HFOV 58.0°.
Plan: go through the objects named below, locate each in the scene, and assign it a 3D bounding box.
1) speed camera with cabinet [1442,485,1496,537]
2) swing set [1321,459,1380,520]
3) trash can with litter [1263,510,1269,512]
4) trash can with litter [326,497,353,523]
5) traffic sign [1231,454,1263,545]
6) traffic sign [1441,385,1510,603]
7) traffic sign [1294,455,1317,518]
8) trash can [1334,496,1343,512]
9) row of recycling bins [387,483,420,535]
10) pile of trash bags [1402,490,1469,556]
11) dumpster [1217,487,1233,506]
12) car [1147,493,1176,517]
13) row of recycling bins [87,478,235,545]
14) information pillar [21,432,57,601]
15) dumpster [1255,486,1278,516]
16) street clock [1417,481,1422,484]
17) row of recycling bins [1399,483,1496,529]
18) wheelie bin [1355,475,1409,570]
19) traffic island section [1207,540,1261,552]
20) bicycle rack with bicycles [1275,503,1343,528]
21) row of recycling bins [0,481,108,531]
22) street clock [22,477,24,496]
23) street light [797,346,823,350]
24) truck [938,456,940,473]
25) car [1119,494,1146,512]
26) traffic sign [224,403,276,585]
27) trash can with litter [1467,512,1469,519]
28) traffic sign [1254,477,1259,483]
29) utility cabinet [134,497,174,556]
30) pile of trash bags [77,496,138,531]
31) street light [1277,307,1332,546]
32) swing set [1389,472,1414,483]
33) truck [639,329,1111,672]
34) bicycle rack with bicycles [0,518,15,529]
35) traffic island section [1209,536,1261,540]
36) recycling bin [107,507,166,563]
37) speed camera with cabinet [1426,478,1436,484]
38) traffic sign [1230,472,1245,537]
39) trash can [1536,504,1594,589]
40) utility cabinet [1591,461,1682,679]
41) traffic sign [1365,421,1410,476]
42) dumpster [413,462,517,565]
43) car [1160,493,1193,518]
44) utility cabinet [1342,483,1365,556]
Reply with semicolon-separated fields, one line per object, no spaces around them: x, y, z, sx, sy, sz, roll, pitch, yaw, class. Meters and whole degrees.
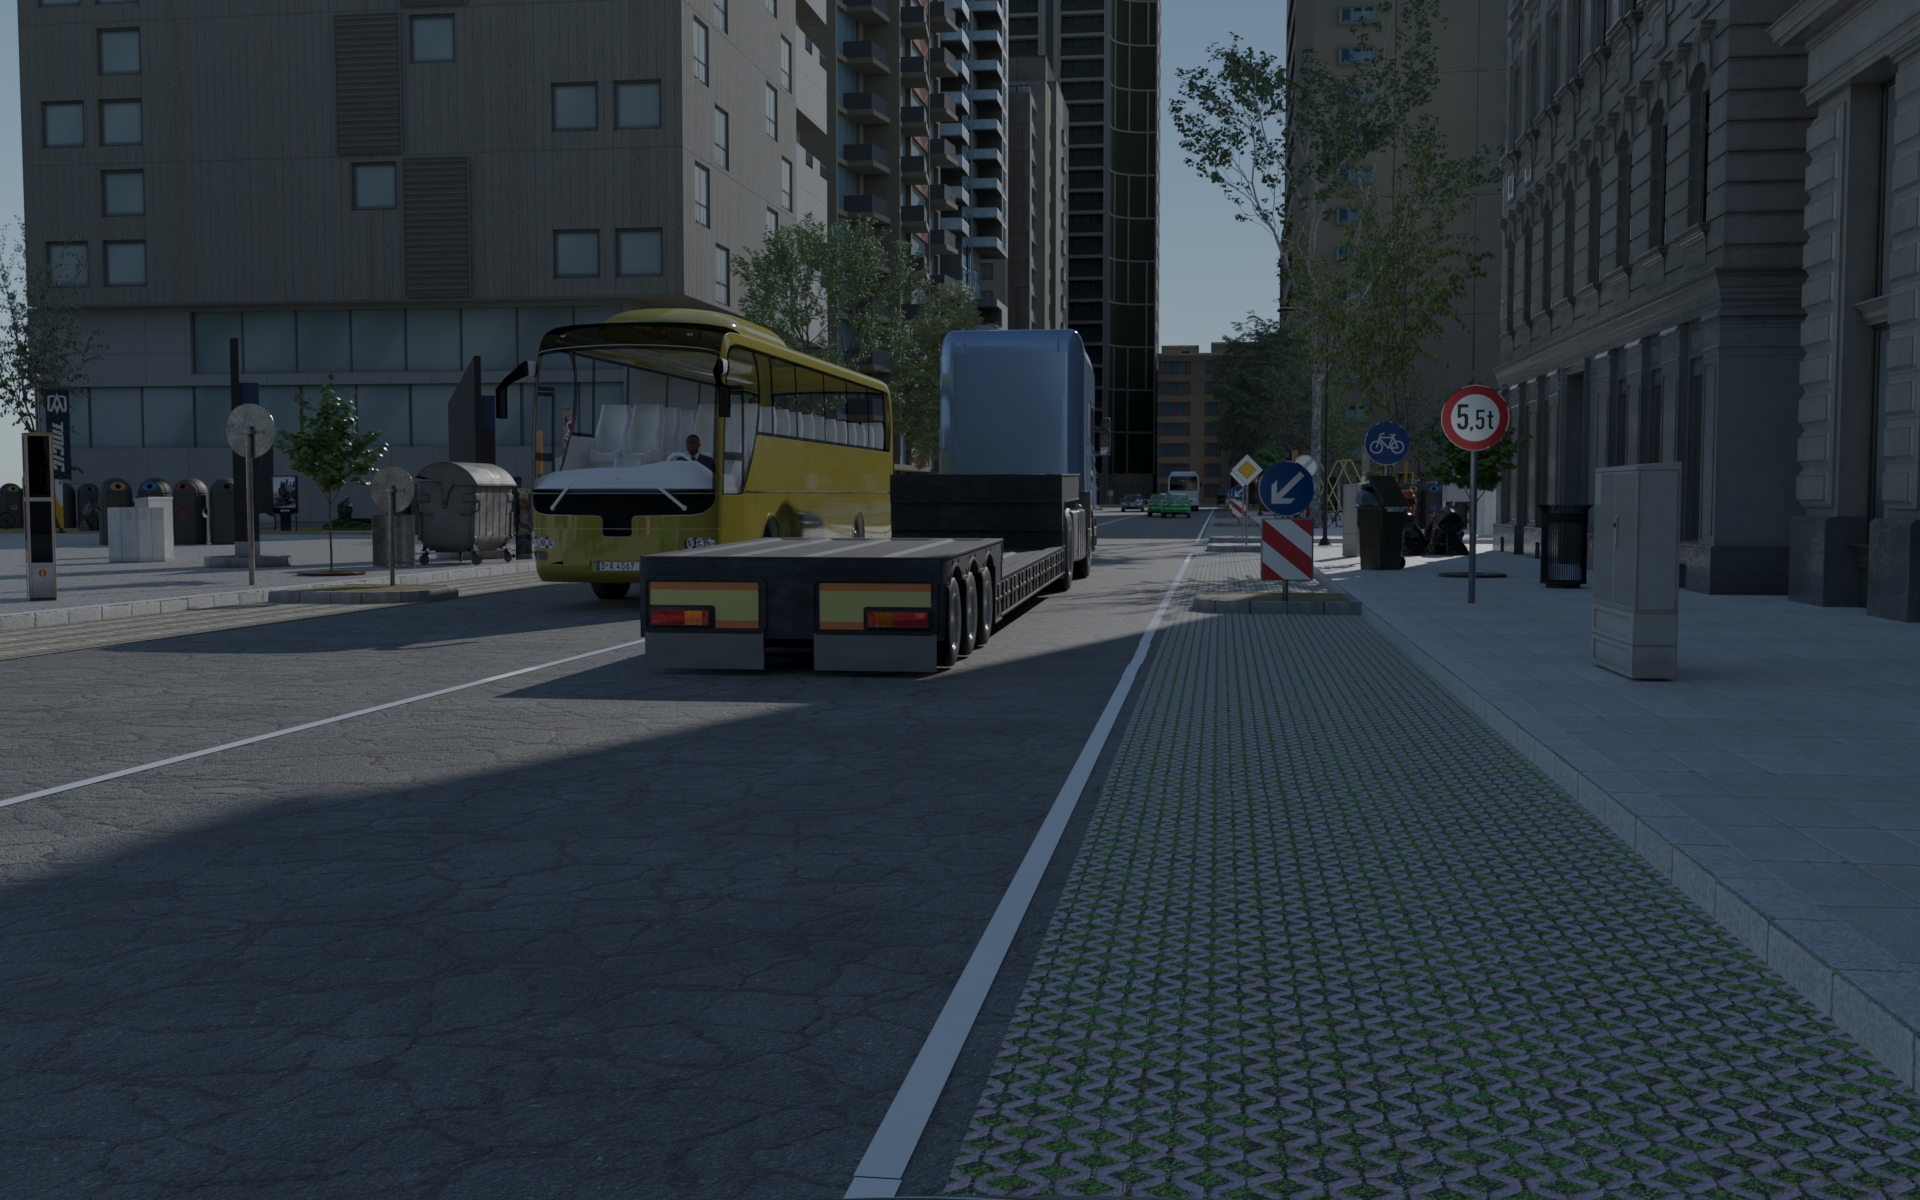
15.651;-3.542;52.249;2.038;3.252;0.660;0;4;-1;speed camera with cabinet
17.601;-5.014;79.594;2.862;2.851;3.119;0;4;3;swing set
22.464;-6.987;125.626;1.055;1.170;0.624;1;4;13;trash can with litter
-22.907;-3.205;63.796;1.055;1.170;0.624;-1;4;-23;trash can with litter
7.233;-2.449;43.681;0.795;2.450;0.064;1;4;9;traffic sign
6.012;-1.234;20.274;0.768;2.556;0.104;1;4;13;traffic sign
11.238;-3.448;56.473;0.768;2.556;0.104;1;4;13;traffic sign
27.363;-6.933;125.002;0.748;1.137;0.748;0;3;0;trash can
-16.494;-2.924;54.912;3.534;1.692;1.069;0;4;8;row of recycling bins
9.854;-1.701;37.572;1.912;1.369;3.447;0;4;6;pile of trash bags
30.532;-11.897;199.460;1.985;2.255;1.502;0;4;7;dumpster
12.797;-6.174;109.738;1.959;1.807;4.718;0;4;8;car
-20.059;-2.259;44.050;3.534;1.692;1.069;0;4;-5;row of recycling bins
-11.089;-1.001;20.862;0.304;2.012;0.304;-2;4;-33;information pillar
18.191;-6.096;102.170;1.502;2.255;1.985;1;4;9;dumpster
25.826;-5.677;97.394;0.358;2.002;0.471;0;4;4;street clock
17.669;-3.438;63.326;3.534;1.692;1.069;0;4;4;row of recycling bins
7.130;-1.317;29.436;0.980;1.594;0.693;-2;4;-35;wheelie bin
7.257;-1.313;43.754;2.009;0.180;2.903;1;4;9;traffic island section
13.528;-3.268;66.810;2.925;0.926;2.852;-1;4;-11;bicycle rack with bicycles
-34.184;-3.545;65.066;3.534;1.692;1.069;-1;4;-11;row of recycling bins
-39.109;-4.155;72.510;0.358;2.002;0.471;-2;4;-30;street clock
-4.981;-5.006;54.386;1.470;5.913;1.316;1;4;9;street light
1.212;-4.501;62.509;2.839;4.237;11.283;0;4;7;truck
13.947;-7.819;139.642;2.131;1.459;4.920;0;4;7;car
-9.974;-1.481;24.326;0.768;2.556;0.104;1;4;9;traffic sign
27.598;-4.841;90.202;2.233;1.210;1.678;1;4;14;trash can with litter
19.487;-6.882;112.628;0.768;2.556;0.104;1;4;18;traffic sign
-16.660;-1.507;35.803;0.306;1.237;1.020;0;4;3;utility cabinet
-29.193;-3.106;60.531;3.447;1.369;1.912;2;4;33;pile of trash bags
8.580;-4.320;43.170;1.470;5.913;1.316;1;4;9;street light
30.832;-7.672;123.050;3.119;2.851;2.862;1;4;10;swing set
0.006;-2.014;22.692;2.967;4.110;18.799;1;4;8;truck
-35.981;-2.991;62.285;2.925;0.926;2.852;0;4;-7;bicycle rack with bicycles
8.447;-1.796;51.650;2.009;0.180;2.903;1;4;9;traffic island section
-15.520;-1.229;32.653;0.722;1.027;0.722;1;4;20;recycling bin
34.061;-7.867;122.962;2.038;3.252;0.660;-2;4;-26;speed camera with cabinet
8.423;-2.932;51.577;0.795;2.450;0.064;1;4;9;traffic sign
8.257;-0.735;23.677;0.748;1.137;0.748;0;3;0;trash can
4.800;-0.225;12.364;0.318;1.500;1.173;0;4;7;utility cabinet
7.490;-1.854;30.424;0.768;2.556;0.104;1;4;18;traffic sign
-9.101;-1.598;31.881;1.264;1.857;1.865;1;4;8;dumpster
13.034;-5.849;104.421;1.959;1.807;4.718;0;4;8;car
8.119;-1.649;35.648;0.318;1.500;1.173;1;4;22;utility cabinet
